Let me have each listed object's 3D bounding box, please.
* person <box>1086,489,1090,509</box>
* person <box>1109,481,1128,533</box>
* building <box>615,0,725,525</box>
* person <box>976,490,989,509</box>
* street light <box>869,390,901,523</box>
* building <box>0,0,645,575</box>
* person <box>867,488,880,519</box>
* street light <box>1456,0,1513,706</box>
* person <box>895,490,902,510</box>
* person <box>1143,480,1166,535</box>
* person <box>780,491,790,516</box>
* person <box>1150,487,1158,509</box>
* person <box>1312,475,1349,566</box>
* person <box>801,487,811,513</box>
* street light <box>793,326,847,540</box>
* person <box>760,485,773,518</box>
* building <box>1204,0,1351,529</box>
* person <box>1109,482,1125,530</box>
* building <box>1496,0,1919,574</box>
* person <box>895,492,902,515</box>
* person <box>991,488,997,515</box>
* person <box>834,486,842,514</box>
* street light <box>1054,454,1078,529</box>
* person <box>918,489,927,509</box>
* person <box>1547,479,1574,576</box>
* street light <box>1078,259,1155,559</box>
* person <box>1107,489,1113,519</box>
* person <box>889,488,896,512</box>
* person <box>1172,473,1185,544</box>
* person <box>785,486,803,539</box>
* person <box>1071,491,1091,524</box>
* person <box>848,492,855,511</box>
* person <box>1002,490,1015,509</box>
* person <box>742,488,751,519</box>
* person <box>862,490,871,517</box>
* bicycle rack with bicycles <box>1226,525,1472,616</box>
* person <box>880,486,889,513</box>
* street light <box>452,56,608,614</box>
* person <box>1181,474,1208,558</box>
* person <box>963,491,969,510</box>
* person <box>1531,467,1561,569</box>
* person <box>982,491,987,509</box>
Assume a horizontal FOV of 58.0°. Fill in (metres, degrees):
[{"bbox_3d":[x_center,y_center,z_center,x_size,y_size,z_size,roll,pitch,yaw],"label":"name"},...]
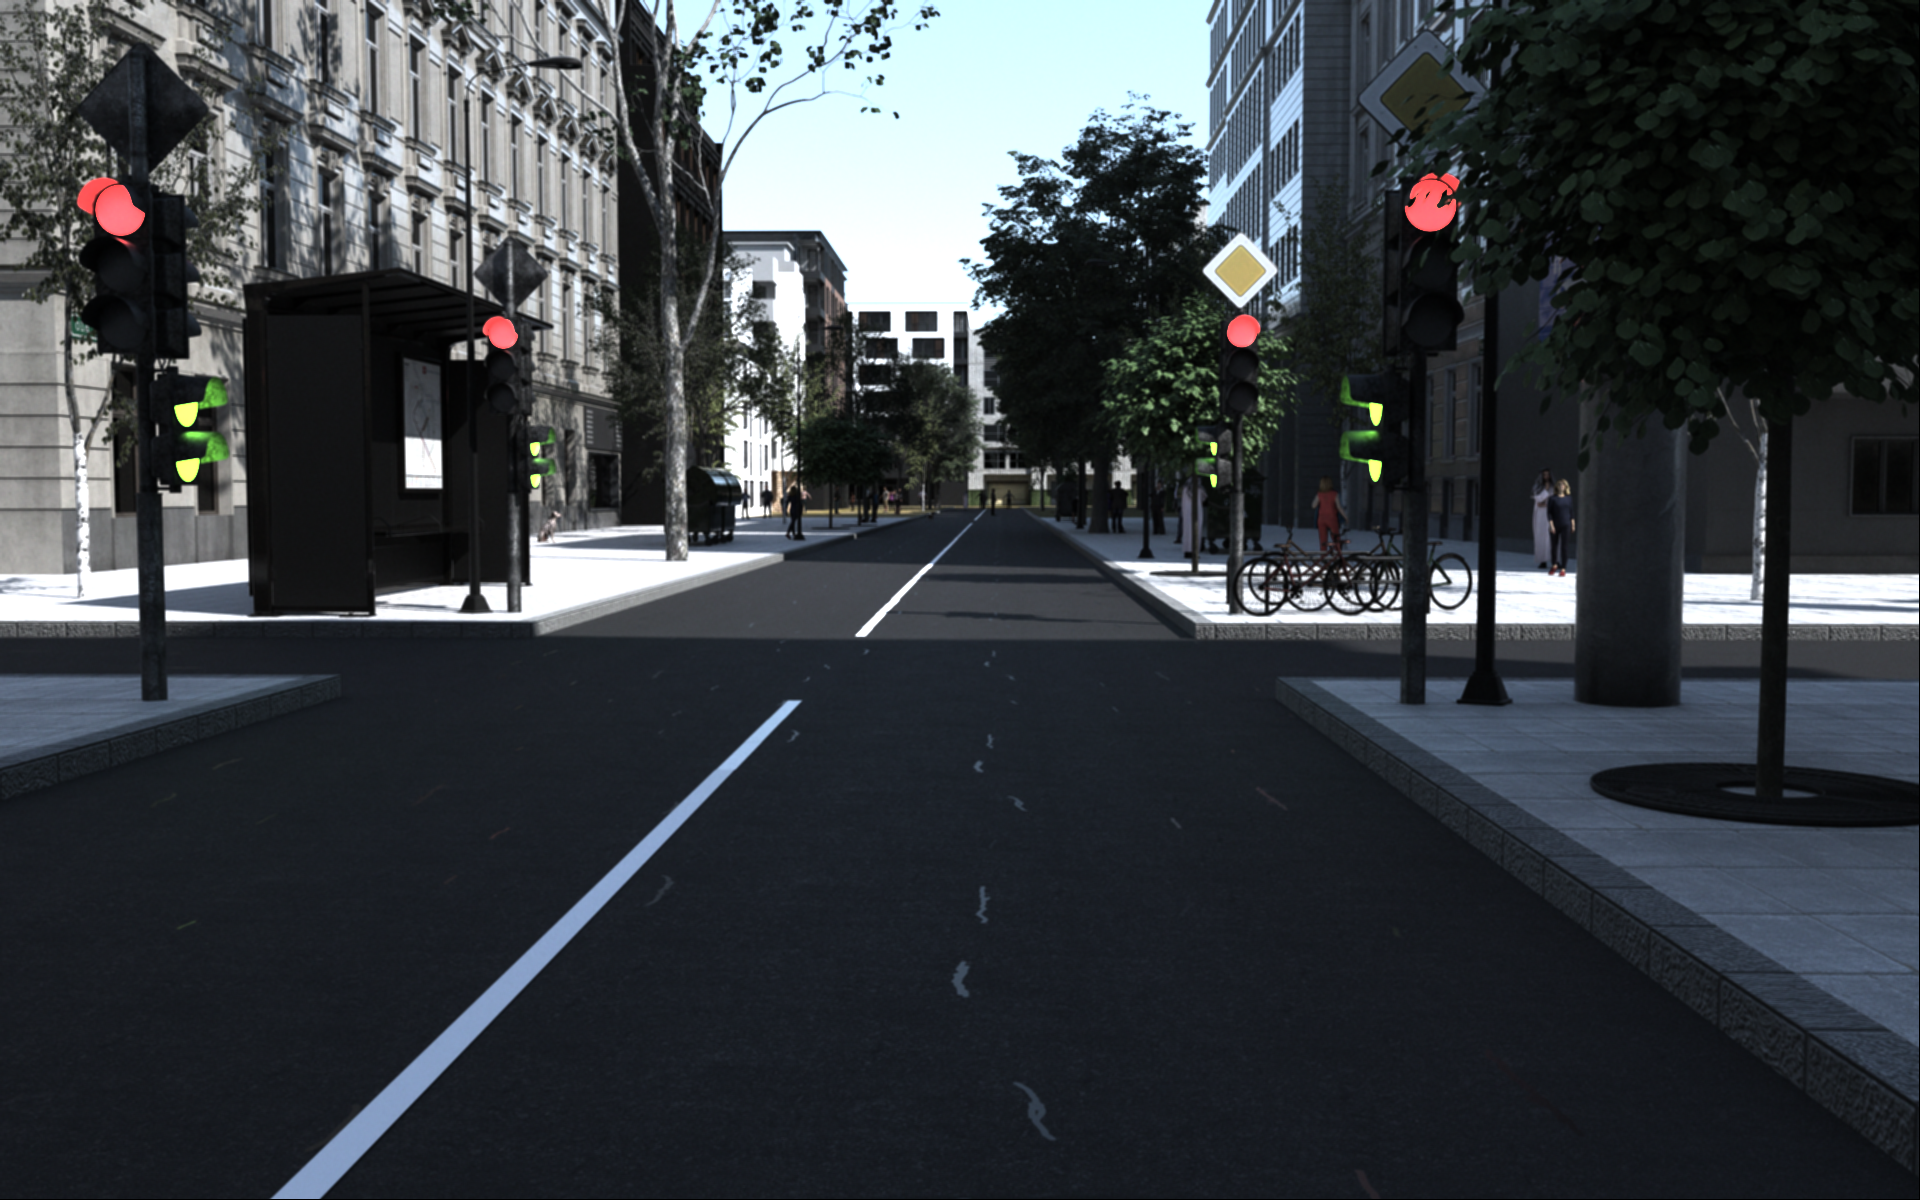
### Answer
[{"bbox_3d":[11.241,-8.984,153.646,0.721,1.735,1.217,-2,4,-24],"label":"person"},{"bbox_3d":[5.263,-3.081,57.234,0.655,1.722,0.431,3,5,41],"label":"person"},{"bbox_3d":[-18.090,-15.202,78.222,12.332,23.373,15.834,0,4,1],"label":"building"},{"bbox_3d":[2.128,-9.834,169.309,1.348,1.821,0.705,1,4,21],"label":"person"},{"bbox_3d":[-3.348,-6.423,77.553,1.470,5.913,1.316,0,4,1],"label":"street light"},{"bbox_3d":[-21.616,-16.621,48.172,17.030,29.872,44.131,0,4,1],"label":"building"},{"bbox_3d":[-4.499,-5.065,90.727,0.647,1.594,0.662,-2,4,-28],"label":"person"},{"bbox_3d":[2.686,-2.321,10.495,1.470,5.913,1.316,0,4,1],"label":"street light"},{"bbox_3d":[-4.820,-7.821,134.714,0.445,1.727,0.742,1,4,13],"label":"person"},{"bbox_3d":[6.146,-2.933,54.797,0.742,1.727,0.445,0,4,6],"label":"person"},{"bbox_3d":[-9.959,-5.509,99.308,0.799,1.438,0.628,1,4,15],"label":"person"},{"bbox_3d":[7.530,-3.562,66.544,0.482,1.546,0.388,0,4,7],"label":"person"},{"bbox_3d":[6.637,-1.426,31.065,0.444,1.614,0.593,-3,4,-39],"label":"person"},{"bbox_3d":[-10.426,-6.628,115.114,1.217,1.736,0.721,1,4,21],"label":"person"},{"bbox_3d":[-3.923,-4.611,47.937,1.470,5.913,1.316,0,4,1],"label":"street light"},{"bbox_3d":[-10.288,-5.226,92.026,0.617,1.759,0.750,1,4,8],"label":"person"},{"bbox_3d":[18.284,-18.383,78.049,11.434,29.767,29.804,0,4,1],"label":"building"},{"bbox_3d":[5.587,-3.361,61.793,0.445,1.727,0.742,2,4,26],"label":"person"},{"bbox_3d":[23.915,-14.587,32.006,24.014,27.812,14.314,0,4,1],"label":"building"},{"bbox_3d":[-3.839,-6.007,107.448,0.628,1.438,0.799,-3,5,-40],"label":"person"},{"bbox_3d":[2.248,-6.563,115.948,0.705,1.807,1.348,-1,4,-10],"label":"person"},{"bbox_3d":[-7.902,-6.448,111.487,0.705,1.821,1.348,1,4,14],"label":"person"},{"bbox_3d":[3.897,-5.582,63.800,1.470,5.913,1.316,0,4,1],"label":"street light"},{"bbox_3d":[-3.136,-8.467,145.411,0.756,1.711,0.436,1,4,12],"label":"person"},{"bbox_3d":[9.397,-1.139,27.204,0.480,1.512,0.613,-1,4,-11],"label":"person"},{"bbox_3d":[3.175,-3.786,34.438,1.470,5.913,1.316,0,4,1],"label":"street light"},{"bbox_3d":[7.790,-4.949,89.329,0.453,1.535,0.546,2,4,27],"label":"person"},{"bbox_3d":[-5.047,-7.370,127.231,1.217,1.739,0.721,-1,4,-21],"label":"person"},{"bbox_3d":[5.848,-2.381,44.845,0.709,1.838,0.599,0,4,4],"label":"person"},{"bbox_3d":[-4.749,-2.489,49.272,0.480,1.512,0.613,1,4,11],"label":"person"},{"bbox_3d":[5.221,-4.030,75.125,0.799,1.438,0.628,-2,4,-35],"label":"person"},{"bbox_3d":[-8.146,-7.440,130.951,0.557,1.426,1.065,-2,4,-31],"label":"person"},{"bbox_3d":[4.635,-9.522,164.198,1.348,1.823,0.705,-1,4,-23],"label":"person"},{"bbox_3d":[-10.978,-4.932,88.746,0.516,1.574,0.319,-3,5,-39],"label":"person"},{"bbox_3d":[-5.186,-5.567,97.789,0.721,1.736,1.217,-2,4,-33],"label":"person"},{"bbox_3d":[4.242,-0.358,19.233,2.925,0.926,2.852,0,4,-3],"label":"bicycle rack with bicycles"},{"bbox_3d":[-5.158,-6.929,119.339,0.705,1.824,1.348,-2,4,-30],"label":"person"},{"bbox_3d":[-4.704,-2.814,18.545,1.470,5.913,1.316,0,4,1],"label":"street light"},{"bbox_3d":[4.668,-1.703,34.551,0.551,1.740,0.621,1,4,16],"label":"person"},{"bbox_3d":[0.530,-8.774,152.623,0.551,1.740,0.621,1,4,17],"label":"person"},{"bbox_3d":[10.080,-1.409,29.754,0.551,1.740,0.621,0,4,-2],"label":"person"},{"bbox_3d":[2.310,-9.406,162.837,0.434,1.755,0.990,-1,4,-13],"label":"person"}]
